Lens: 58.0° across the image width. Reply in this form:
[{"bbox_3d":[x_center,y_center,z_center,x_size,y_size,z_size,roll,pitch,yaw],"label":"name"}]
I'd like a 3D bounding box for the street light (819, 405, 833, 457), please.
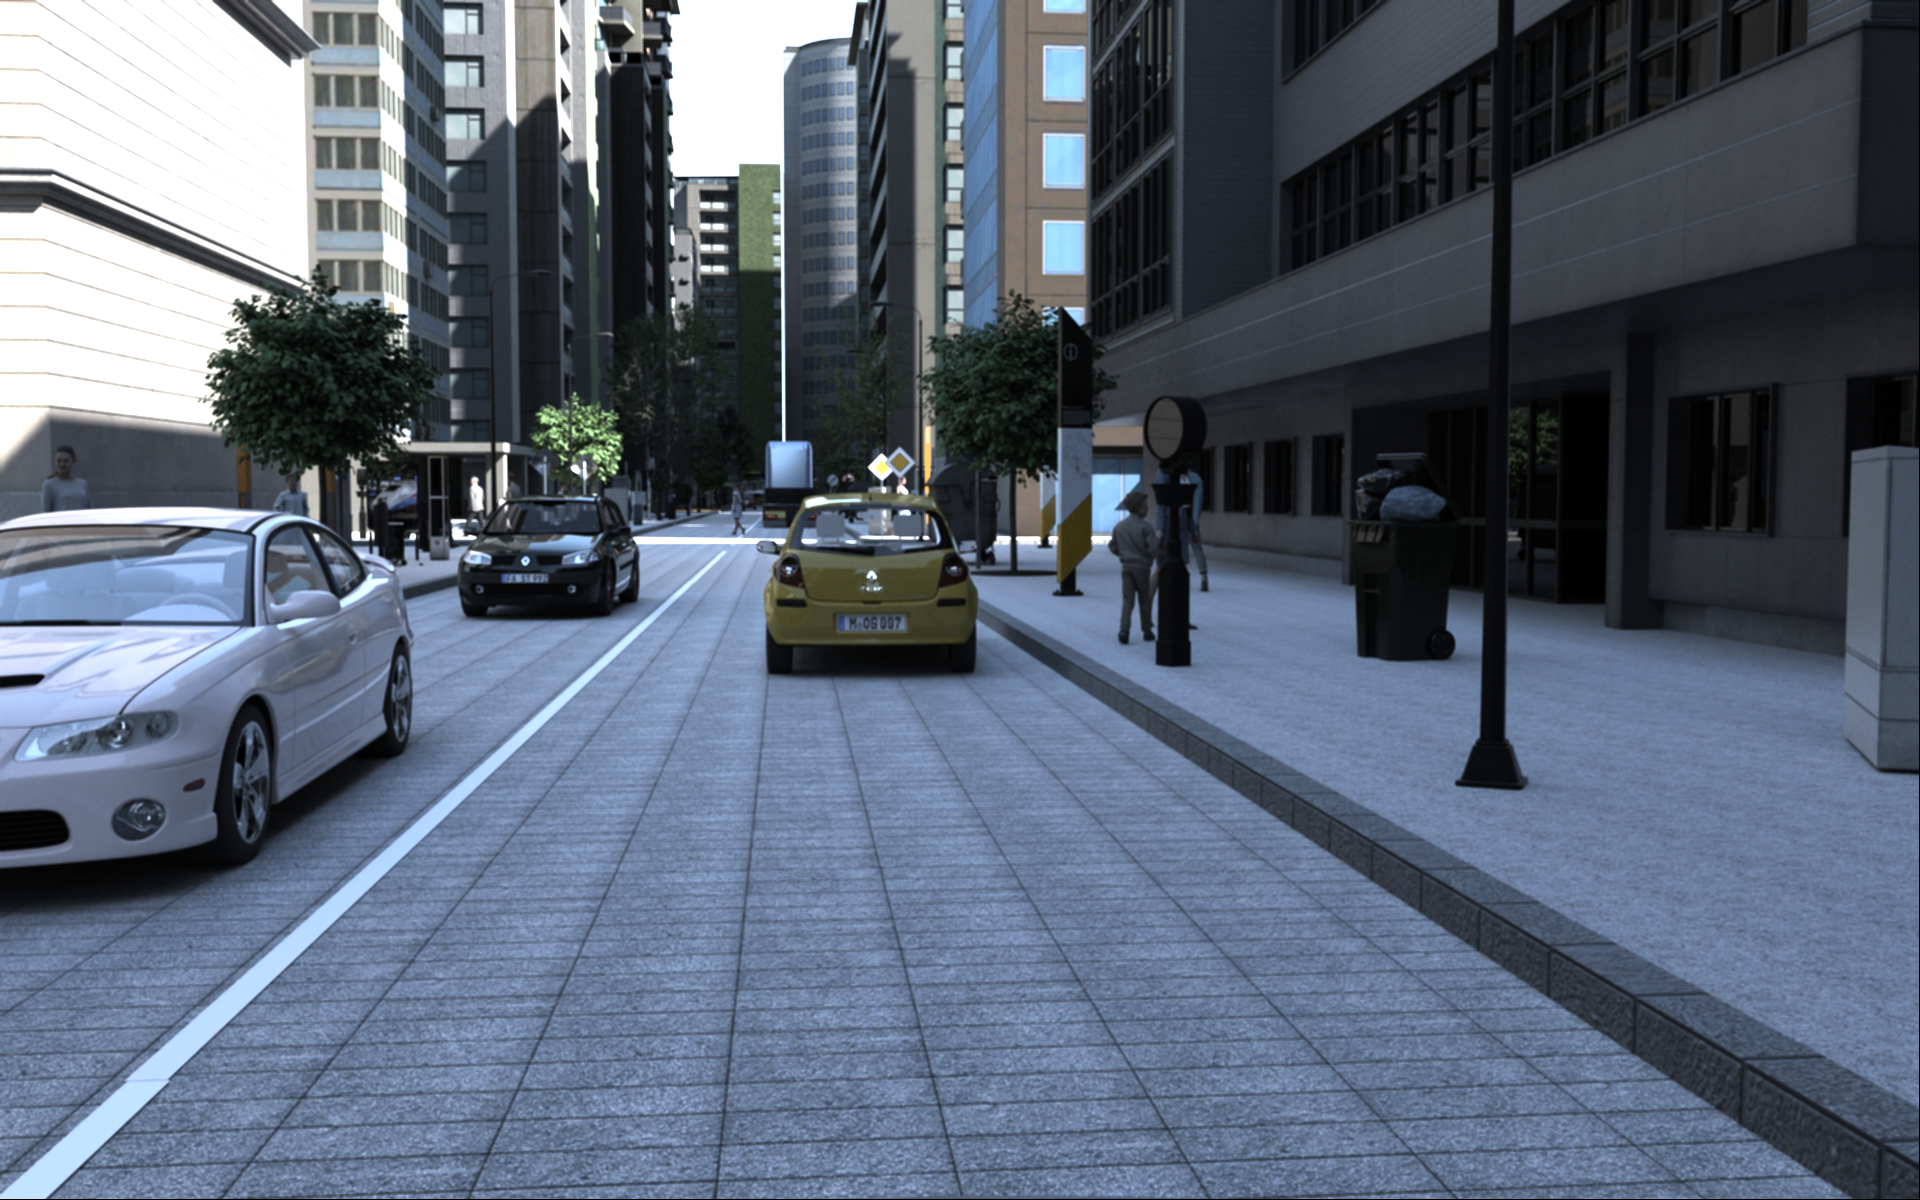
[{"bbox_3d":[-6.430,-7.187,90.049,1.470,5.913,1.316,0,4,-6],"label":"street light"}]

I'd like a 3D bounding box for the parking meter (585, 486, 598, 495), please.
[{"bbox_3d":[-10.986,-2.642,51.611,0.372,1.533,0.369,0,3,0],"label":"parking meter"}]

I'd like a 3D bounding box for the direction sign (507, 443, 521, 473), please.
[{"bbox_3d":[-19.768,-5.154,76.272,0.876,3.537,0.379,-2,4,-25],"label":"direction sign"}]

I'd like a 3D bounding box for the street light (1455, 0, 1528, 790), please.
[{"bbox_3d":[1.818,-2.135,7.449,1.470,5.913,1.316,0,4,-6],"label":"street light"}]

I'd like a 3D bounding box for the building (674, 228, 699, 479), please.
[{"bbox_3d":[-35.705,-25.511,188.806,14.107,30.474,14.160,0,4,-6],"label":"building"}]

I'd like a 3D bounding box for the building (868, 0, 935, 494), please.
[{"bbox_3d":[5.593,-29.459,105.349,21.300,48.544,21.600,0,4,-6],"label":"building"}]

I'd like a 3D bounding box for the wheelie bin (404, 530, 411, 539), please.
[{"bbox_3d":[-16.241,-2.567,49.882,0.980,1.594,0.693,-2,4,-29],"label":"wheelie bin"}]

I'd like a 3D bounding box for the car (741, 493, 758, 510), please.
[{"bbox_3d":[-19.552,-9.140,158.477,2.155,1.783,4.494,0,4,-5],"label":"car"}]

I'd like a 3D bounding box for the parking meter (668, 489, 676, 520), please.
[{"bbox_3d":[-14.517,-4.825,87.296,0.372,1.533,0.369,0,3,0],"label":"parking meter"}]

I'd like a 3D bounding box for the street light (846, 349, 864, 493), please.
[{"bbox_3d":[-2.963,-5.086,55.705,1.470,5.913,1.316,0,4,-6],"label":"street light"}]

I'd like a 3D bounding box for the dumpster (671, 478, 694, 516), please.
[{"bbox_3d":[-16.451,-6.082,101.926,1.502,2.255,1.985,0,4,-6],"label":"dumpster"}]

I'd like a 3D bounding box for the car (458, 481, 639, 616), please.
[{"bbox_3d":[-5.050,-0.722,21.591,2.009,1.686,4.222,0,4,-4],"label":"car"}]

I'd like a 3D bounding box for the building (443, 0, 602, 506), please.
[{"bbox_3d":[-26.909,-24.916,90.970,14.154,41.232,14.086,0,4,-6],"label":"building"}]

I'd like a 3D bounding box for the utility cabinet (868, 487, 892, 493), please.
[{"bbox_3d":[-4.307,-5.209,93.848,1.173,1.500,0.318,0,4,-6],"label":"utility cabinet"}]

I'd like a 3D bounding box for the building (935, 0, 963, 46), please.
[{"bbox_3d":[5.687,-24.224,79.660,14.154,41.232,14.086,0,4,-6],"label":"building"}]

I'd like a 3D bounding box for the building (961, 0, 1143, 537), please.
[{"bbox_3d":[7.693,-24.891,57.079,14.200,45.320,14.600,0,4,-6],"label":"building"}]

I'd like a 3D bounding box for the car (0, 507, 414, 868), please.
[{"bbox_3d":[-3.832,0.261,8.089,2.083,1.381,4.827,0,4,-6],"label":"car"}]

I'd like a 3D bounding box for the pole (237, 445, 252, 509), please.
[{"bbox_3d":[-11.937,-2.143,28.878,0.158,3.312,0.155,0,3,0],"label":"pole"}]

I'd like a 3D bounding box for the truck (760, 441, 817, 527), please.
[{"bbox_3d":[-8.124,-5.682,82.652,2.967,4.110,18.799,0,4,-6],"label":"truck"}]

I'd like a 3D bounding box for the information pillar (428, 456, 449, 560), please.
[{"bbox_3d":[-10.121,-1.782,33.629,0.304,2.012,0.304,0,4,-1],"label":"information pillar"}]

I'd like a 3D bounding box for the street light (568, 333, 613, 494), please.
[{"bbox_3d":[-10.685,-4.737,49.984,1.470,5.913,1.316,0,4,-6],"label":"street light"}]

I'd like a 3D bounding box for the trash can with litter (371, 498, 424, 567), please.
[{"bbox_3d":[-10.412,-1.203,30.734,1.678,1.210,2.233,-1,4,-15],"label":"trash can with litter"}]

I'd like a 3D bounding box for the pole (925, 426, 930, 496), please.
[{"bbox_3d":[-0.975,-3.540,51.720,0.158,3.312,0.155,0,3,0],"label":"pole"}]

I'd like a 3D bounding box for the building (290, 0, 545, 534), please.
[{"bbox_3d":[-31.831,-22.561,60.749,32.217,40.220,23.993,0,4,-6],"label":"building"}]

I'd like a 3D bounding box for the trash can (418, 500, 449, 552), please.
[{"bbox_3d":[-11.707,-1.638,38.438,0.748,1.137,0.748,0,3,0],"label":"trash can"}]

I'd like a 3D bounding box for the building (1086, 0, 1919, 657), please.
[{"bbox_3d":[11.112,-12.578,24.714,14.314,24.678,30.058,0,4,-6],"label":"building"}]

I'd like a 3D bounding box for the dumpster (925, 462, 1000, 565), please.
[{"bbox_3d":[0.049,-1.594,31.823,1.264,1.857,1.865,0,4,-6],"label":"dumpster"}]

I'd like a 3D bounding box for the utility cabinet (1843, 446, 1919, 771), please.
[{"bbox_3d":[4.568,0.016,8.417,0.318,1.500,1.173,1,4,20],"label":"utility cabinet"}]

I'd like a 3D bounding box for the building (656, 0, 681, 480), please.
[{"bbox_3d":[-41.339,-35.143,163.828,28.713,52.752,27.495,0,4,-6],"label":"building"}]

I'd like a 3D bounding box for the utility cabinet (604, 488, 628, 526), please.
[{"bbox_3d":[-12.576,-3.338,63.252,0.318,1.500,1.173,1,4,19],"label":"utility cabinet"}]

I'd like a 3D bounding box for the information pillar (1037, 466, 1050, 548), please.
[{"bbox_3d":[2.086,-3.053,41.265,0.504,3.616,0.183,-3,5,-45],"label":"information pillar"}]

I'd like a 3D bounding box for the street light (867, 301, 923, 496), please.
[{"bbox_3d":[-1.490,-4.244,41.932,1.470,5.913,1.316,0,4,-6],"label":"street light"}]

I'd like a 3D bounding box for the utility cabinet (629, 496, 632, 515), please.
[{"bbox_3d":[-19.988,-5.689,104.179,0.306,1.237,1.020,-1,4,-23],"label":"utility cabinet"}]

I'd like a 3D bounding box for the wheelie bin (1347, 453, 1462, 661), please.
[{"bbox_3d":[3.455,-0.343,13.512,0.693,1.594,0.980,-1,4,-22],"label":"wheelie bin"}]

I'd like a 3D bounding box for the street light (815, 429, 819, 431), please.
[{"bbox_3d":[-9.725,-9.289,124.409,1.470,5.913,1.316,0,4,-6],"label":"street light"}]

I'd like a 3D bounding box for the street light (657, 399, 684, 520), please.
[{"bbox_3d":[-14.130,-6.847,84.485,1.470,5.913,1.316,0,4,-6],"label":"street light"}]

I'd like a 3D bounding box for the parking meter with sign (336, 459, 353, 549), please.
[{"bbox_3d":[-12.476,-2.363,34.894,0.543,3.016,1.738,-1,4,-19],"label":"parking meter with sign"}]

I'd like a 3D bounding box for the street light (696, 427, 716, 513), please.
[{"bbox_3d":[-17.538,-9.008,119.826,1.470,5.913,1.316,0,4,-6],"label":"street light"}]

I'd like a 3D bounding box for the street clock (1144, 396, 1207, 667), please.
[{"bbox_3d":[1.597,-0.510,12.910,0.358,2.002,0.471,-2,4,-32],"label":"street clock"}]

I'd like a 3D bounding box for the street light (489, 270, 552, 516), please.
[{"bbox_3d":[-9.170,-3.883,36.034,1.470,5.913,1.316,0,4,-6],"label":"street light"}]

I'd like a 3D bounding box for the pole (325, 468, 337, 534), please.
[{"bbox_3d":[-10.523,-2.144,28.895,0.158,3.312,0.155,0,3,0],"label":"pole"}]

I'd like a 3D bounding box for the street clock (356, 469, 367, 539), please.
[{"bbox_3d":[-17.005,-2.735,49.283,0.358,2.002,0.471,-1,4,-12],"label":"street clock"}]

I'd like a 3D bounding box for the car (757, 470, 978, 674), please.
[{"bbox_3d":[-0.807,-0.310,15.291,2.015,1.641,3.980,0,4,-4],"label":"car"}]

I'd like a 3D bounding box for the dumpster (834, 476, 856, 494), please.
[{"bbox_3d":[-5.946,-5.505,92.494,1.502,2.255,1.985,0,4,-5],"label":"dumpster"}]

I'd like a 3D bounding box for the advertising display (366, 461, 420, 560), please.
[{"bbox_3d":[-10.941,-1.727,33.449,0.974,1.923,0.123,-1,4,-13],"label":"advertising display"}]

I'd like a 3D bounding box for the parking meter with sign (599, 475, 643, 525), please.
[{"bbox_3d":[-13.929,-4.577,71.090,1.738,3.016,0.543,-1,4,-9],"label":"parking meter with sign"}]

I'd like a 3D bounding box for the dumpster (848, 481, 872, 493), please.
[{"bbox_3d":[-4.320,-4.351,76.894,1.264,1.857,1.865,0,4,-6],"label":"dumpster"}]

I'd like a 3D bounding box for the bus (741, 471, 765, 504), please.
[{"bbox_3d":[-22.280,-12.132,189.901,2.896,3.916,12.252,0,4,-4],"label":"bus"}]

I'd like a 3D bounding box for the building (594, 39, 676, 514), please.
[{"bbox_3d":[-26.569,-20.905,113.496,14.160,30.474,14.107,0,4,-6],"label":"building"}]

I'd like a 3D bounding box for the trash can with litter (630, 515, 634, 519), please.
[{"bbox_3d":[-17.743,-4.769,89.030,2.233,1.210,1.678,0,4,-4],"label":"trash can with litter"}]

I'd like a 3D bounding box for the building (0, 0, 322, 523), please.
[{"bbox_3d":[-24.392,-14.773,28.924,23.554,28.519,14.401,0,4,-6],"label":"building"}]

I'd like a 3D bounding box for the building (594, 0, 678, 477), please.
[{"bbox_3d":[-34.093,-29.474,136.524,22.147,44.769,28.867,0,4,-6],"label":"building"}]

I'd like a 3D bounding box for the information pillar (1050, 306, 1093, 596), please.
[{"bbox_3d":[1.435,-1.863,21.807,0.504,3.616,0.183,-2,4,-30],"label":"information pillar"}]
